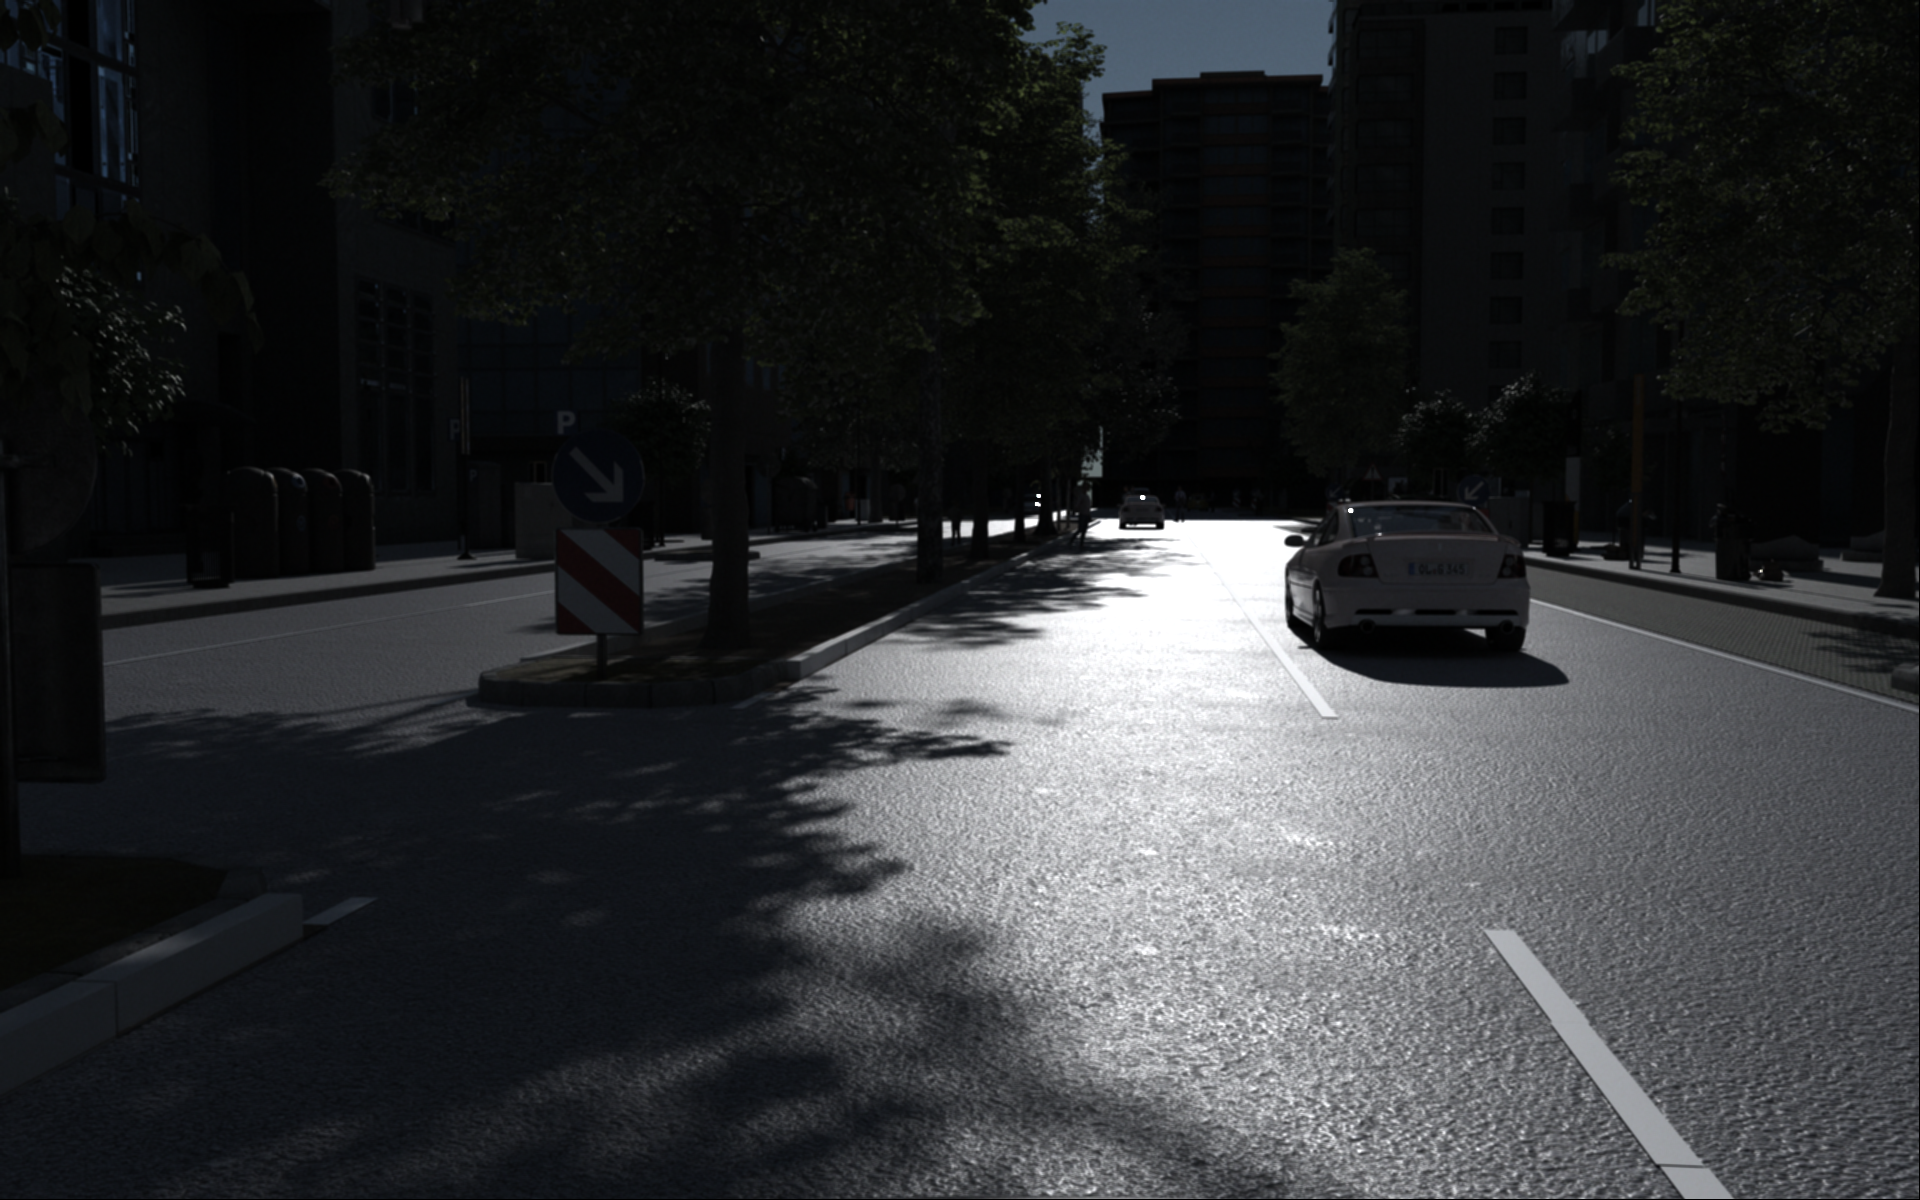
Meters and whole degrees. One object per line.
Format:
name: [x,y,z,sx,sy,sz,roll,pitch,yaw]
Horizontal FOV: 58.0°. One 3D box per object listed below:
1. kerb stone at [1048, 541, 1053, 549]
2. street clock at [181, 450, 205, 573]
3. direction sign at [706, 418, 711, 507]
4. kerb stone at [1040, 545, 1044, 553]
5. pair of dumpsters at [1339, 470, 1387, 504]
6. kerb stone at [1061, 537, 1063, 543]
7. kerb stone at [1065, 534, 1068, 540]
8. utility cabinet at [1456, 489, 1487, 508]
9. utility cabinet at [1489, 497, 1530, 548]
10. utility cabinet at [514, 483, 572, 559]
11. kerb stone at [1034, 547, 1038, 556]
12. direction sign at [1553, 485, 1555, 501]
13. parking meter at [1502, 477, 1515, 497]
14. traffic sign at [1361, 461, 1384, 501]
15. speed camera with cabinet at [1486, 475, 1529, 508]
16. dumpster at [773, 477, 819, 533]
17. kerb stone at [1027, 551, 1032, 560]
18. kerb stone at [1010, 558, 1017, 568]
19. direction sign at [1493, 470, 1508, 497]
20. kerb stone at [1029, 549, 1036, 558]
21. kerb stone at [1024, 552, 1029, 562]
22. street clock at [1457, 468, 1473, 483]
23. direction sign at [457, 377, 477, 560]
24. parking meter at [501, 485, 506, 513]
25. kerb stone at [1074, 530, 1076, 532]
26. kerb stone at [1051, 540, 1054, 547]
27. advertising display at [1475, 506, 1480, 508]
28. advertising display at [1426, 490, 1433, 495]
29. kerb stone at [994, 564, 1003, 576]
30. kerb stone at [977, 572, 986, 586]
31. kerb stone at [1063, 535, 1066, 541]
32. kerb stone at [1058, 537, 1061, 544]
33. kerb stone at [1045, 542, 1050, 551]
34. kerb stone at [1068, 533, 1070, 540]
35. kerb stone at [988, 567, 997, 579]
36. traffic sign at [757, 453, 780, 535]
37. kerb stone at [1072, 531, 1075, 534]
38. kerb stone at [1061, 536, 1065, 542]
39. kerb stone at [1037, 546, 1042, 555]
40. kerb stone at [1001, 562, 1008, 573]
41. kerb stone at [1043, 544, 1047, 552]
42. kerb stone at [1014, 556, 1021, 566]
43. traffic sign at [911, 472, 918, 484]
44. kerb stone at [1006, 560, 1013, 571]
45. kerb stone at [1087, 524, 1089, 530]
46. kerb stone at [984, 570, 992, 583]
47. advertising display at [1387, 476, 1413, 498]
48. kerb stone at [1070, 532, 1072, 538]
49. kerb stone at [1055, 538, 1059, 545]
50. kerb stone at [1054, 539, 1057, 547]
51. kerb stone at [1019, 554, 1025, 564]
kerb stone: [2.218,-1.356,44.358,0.120,0.150,1.000,0,4,6]
street clock: [-12.498,-1.448,28.249,0.358,2.002,0.471,-3,4,-38]
direction sign: [-7.434,-3.639,51.496,0.379,3.537,0.876,-1,4,-18]
kerb stone: [1.860,-1.169,41.305,0.120,0.150,1.000,0,4,6]
pair of dumpsters: [16.556,-4.208,71.289,1.574,2.255,4.437,0,4,6]
kerb stone: [2.780,-1.665,49.456,0.120,0.150,1.000,0,4,6]
kerb stone: [3.120,-1.853,52.508,0.120,0.150,1.000,0,4,6]
utility cabinet: [20.661,-3.746,69.932,1.173,1.500,0.318,3,4,37]
utility cabinet: [13.208,-1.868,41.706,0.306,1.237,1.020,-2,4,-29]
utility cabinet: [-8.179,-1.553,34.067,0.318,1.500,1.173,3,4,37]
kerb stone: [1.620,-1.044,39.261,0.120,0.150,1.000,0,4,6]
direction sign: [25.706,-5.072,74.927,0.876,3.537,0.379,3,4,37]
parking meter: [19.017,-3.326,60.097,0.255,1.863,0.399,-3,4,-38]
traffic sign: [16.281,-4.181,68.370,0.884,2.594,0.081,1,4,15]
speed camera with cabinet: [26.584,-5.483,83.983,2.038,3.252,0.660,2,4,34]
dumpster: [-5.522,-3.206,58.183,1.264,1.857,1.865,0,4,6]
kerb stone: [1.405,-0.915,37.223,0.120,0.150,1.000,0,4,6]
kerb stone: [0.943,-0.662,33.155,0.120,0.150,1.000,0,4,6]
direction sign: [24.894,-5.358,79.604,0.876,3.537,0.379,-1,4,-15]
kerb stone: [1.518,-0.981,38.241,0.120,0.150,1.000,0,4,6]
kerb stone: [1.286,-0.854,36.208,0.120,0.150,1.000,0,4,6]
street clock: [14.011,-2.662,48.095,0.471,2.002,0.358,-3,4,-38]
direction sign: [-9.690,-2.565,33.930,0.379,3.537,0.876,0,4,-6]
parking meter: [-12.813,-2.432,48.181,0.372,1.533,0.369,0,3,0]
kerb stone: [3.700,-2.165,57.600,0.120,0.150,1.000,0,4,6]
kerb stone: [2.320,-1.418,45.376,0.120,0.150,1.000,0,4,6]
advertising display: [18.619,-3.501,62.452,0.123,1.923,0.974,1,4,8]
advertising display: [22.598,-4.768,83.164,0.123,1.923,0.974,0,4,-6]
kerb stone: [0.591,-0.484,30.106,0.120,0.150,1.000,0,4,6]
kerb stone: [0.255,-0.297,27.058,0.120,0.150,1.000,0,4,6]
kerb stone: [2.999,-1.792,51.489,0.120,0.150,1.000,0,4,6]
kerb stone: [2.668,-1.604,48.435,0.120,0.150,1.000,0,4,6]
kerb stone: [2.097,-1.293,43.339,0.120,0.150,1.000,0,4,6]
kerb stone: [3.235,-1.915,53.526,0.120,0.150,1.000,0,4,6]
kerb stone: [0.478,-0.413,29.091,0.120,0.150,1.000,0,4,6]
traffic sign: [-5.993,-3.307,54.178,0.768,2.556,0.104,1,4,10]
kerb stone: [3.590,-2.103,56.580,0.120,0.150,1.000,0,4,6]
kerb stone: [2.892,-1.729,50.472,0.120,0.150,1.000,0,4,6]
kerb stone: [1.747,-1.096,40.285,0.120,0.150,1.000,0,4,6]
kerb stone: [0.711,-0.544,31.122,0.120,0.150,1.000,0,4,6]
kerb stone: [1.980,-1.228,42.322,0.120,0.150,1.000,0,4,6]
kerb stone: [1.060,-0.732,34.170,0.120,0.150,1.000,0,4,6]
traffic sign: [-2.043,-5.375,87.877,0.884,2.594,0.081,0,4,8]
kerb stone: [0.836,-0.608,32.138,0.120,0.150,1.000,0,4,6]
kerb stone: [4.958,-2.850,68.794,0.120,0.150,1.000,0,4,6]
kerb stone: [0.372,-0.355,28.074,0.120,0.150,1.000,0,4,6]
advertising display: [15.786,-3.485,62.196,0.974,1.923,0.123,3,5,43]
kerb stone: [3.354,-1.978,54.543,0.120,0.150,1.000,0,4,6]
kerb stone: [2.558,-1.543,47.416,0.120,0.150,1.000,0,4,6]
kerb stone: [2.437,-1.475,46.401,0.120,0.150,1.000,0,4,6]
kerb stone: [1.174,-0.795,35.192,0.120,0.150,1.000,0,4,6]
